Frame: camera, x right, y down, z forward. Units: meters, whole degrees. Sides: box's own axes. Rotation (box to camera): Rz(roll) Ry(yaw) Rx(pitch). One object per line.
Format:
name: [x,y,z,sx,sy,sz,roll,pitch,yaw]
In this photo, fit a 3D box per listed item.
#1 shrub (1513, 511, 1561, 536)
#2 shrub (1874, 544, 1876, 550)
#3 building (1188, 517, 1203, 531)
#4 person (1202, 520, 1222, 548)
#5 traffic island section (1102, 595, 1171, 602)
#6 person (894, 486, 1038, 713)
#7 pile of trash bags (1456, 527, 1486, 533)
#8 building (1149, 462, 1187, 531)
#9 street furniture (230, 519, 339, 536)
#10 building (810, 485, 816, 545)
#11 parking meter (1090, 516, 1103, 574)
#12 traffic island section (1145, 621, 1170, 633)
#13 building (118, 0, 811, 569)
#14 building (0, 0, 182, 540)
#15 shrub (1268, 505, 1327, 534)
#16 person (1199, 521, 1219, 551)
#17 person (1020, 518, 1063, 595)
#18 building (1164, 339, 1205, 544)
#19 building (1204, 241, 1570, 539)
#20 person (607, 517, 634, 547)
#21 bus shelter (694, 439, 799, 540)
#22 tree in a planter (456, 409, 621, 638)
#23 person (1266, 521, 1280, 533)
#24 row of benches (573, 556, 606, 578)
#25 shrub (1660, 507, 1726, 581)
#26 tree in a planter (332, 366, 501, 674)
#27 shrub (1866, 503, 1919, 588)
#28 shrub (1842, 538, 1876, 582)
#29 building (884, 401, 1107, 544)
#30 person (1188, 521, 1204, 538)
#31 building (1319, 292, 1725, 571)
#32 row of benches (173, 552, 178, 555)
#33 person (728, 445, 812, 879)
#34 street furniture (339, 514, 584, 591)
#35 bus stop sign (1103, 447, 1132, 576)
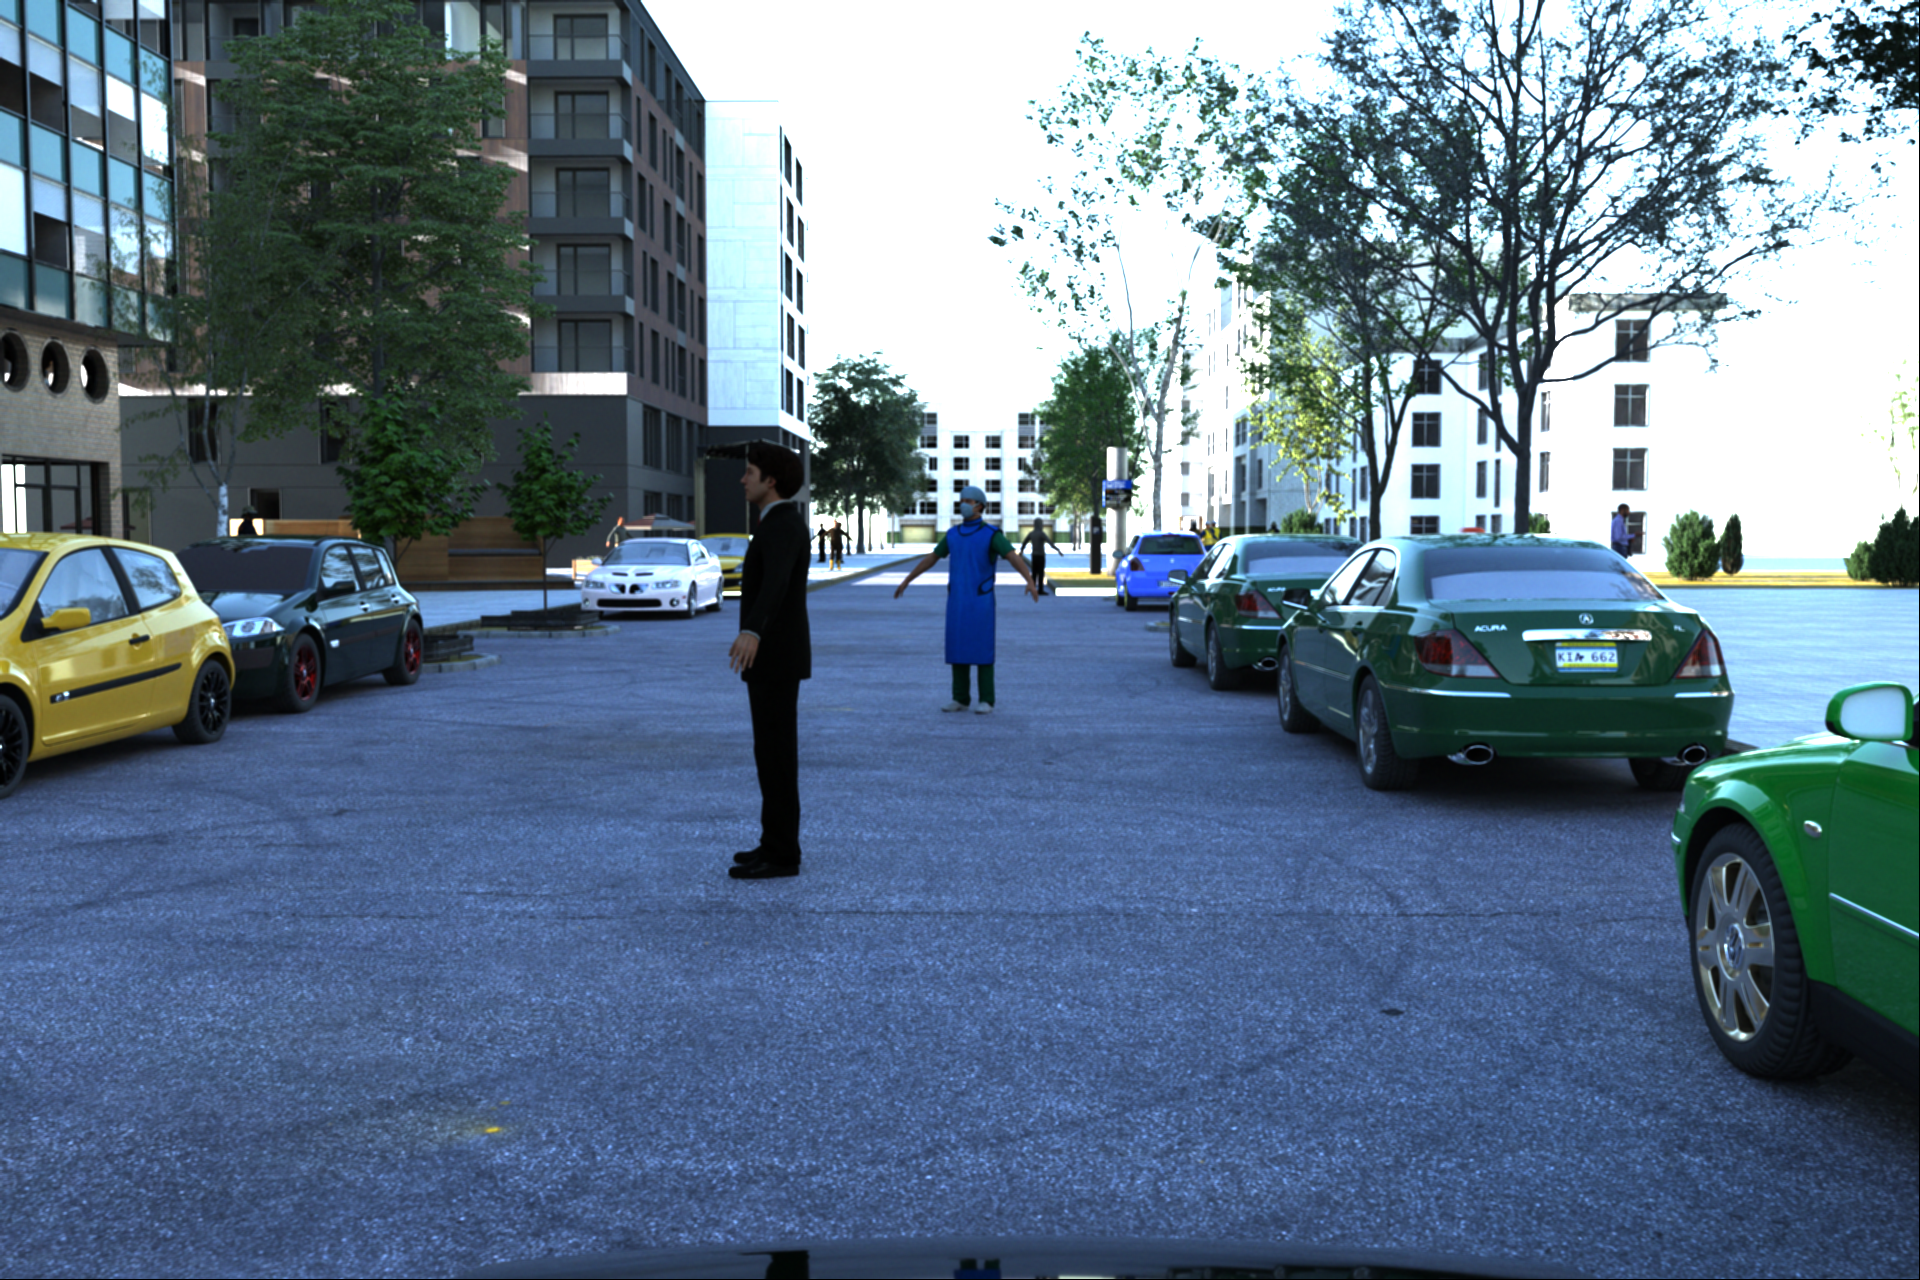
shrub: [18.320,-3.104,55.162,1.690,2.028,1.600,0,3,0]
shrub: [29.323,-2.690,55.099,1.383,1.207,1.383,0,3,0]
building: [29.512,-20.092,184.930,16.016,20.090,11.380,0,4,1]
person: [10.036,-3.831,68.606,0.705,1.833,1.349,3,5,41]
traffic island section: [4.101,-0.903,37.638,1.991,0.108,1.994,0,4,1]
person: [0.078,-0.327,13.934,1.347,1.817,0.704,2,4,33]
pile of trash bags: [6.547,-0.693,21.081,1.912,1.369,3.447,0,4,2]
building: [27.892,-15.914,202.344,9.099,9.664,28.070,0,4,1]
street furniture: [-18.599,-2.938,54.895,11.010,1.723,9.812,3,5,39]
building: [-21.397,-16.024,204.132,9.099,9.664,28.070,0,4,1]
parking meter: [4.340,-3.029,55.235,0.399,1.863,0.255,0,4,0]
traffic island section: [3.788,-0.186,25.912,1.991,0.108,1.994,0,4,1]
building: [-22.508,-14.432,79.931,27.936,21.610,32.646,0,4,1]
building: [-30.769,-13.246,23.152,21.656,26.213,47.522,0,4,1]
shrub: [9.353,-2.668,47.663,1.661,2.075,1.752,0,3,0]
person: [9.301,-3.558,64.630,1.216,1.772,0.721,-3,5,-42]
person: [1.862,-1.967,40.741,0.705,1.813,1.348,-3,5,-44]
building: [25.097,-19.089,168.530,16.016,20.090,11.380,0,4,1]
building: [26.230,-15.104,113.409,16.747,18.905,31.486,0,4,1]
person: [-10.228,-2.819,52.368,0.705,1.796,1.348,2,4,33]
bus shelter: [-5.575,-3.347,46.000,1.731,3.624,6.357,0,4,3]
tree in a planter: [-5.955,-1.685,24.772,1.991,3.239,1.994,0,4,1]
person: [14.301,-4.474,78.937,1.354,1.856,0.705,1,4,22]
row of benches: [-9.209,-2.032,48.679,4.104,0.672,1.422,2,4,34]
shrub: [20.016,-2.623,47.301,1.690,2.028,1.600,0,3,0]
tree in a planter: [-6.082,-1.308,18.609,1.991,3.239,1.994,0,4,2]
shrub: [22.720,-2.284,41.755,1.690,2.028,1.600,0,3,0]
shrub: [24.444,-2.186,46.856,1.383,1.207,1.383,0,3,0]
building: [5.461,-22.509,236.929,31.486,18.905,16.747,0,4,-4]
person: [10.293,-4.305,76.148,1.354,1.858,0.705,-1,4,-9]
building: [22.381,-8.086,74.352,9.099,9.664,28.070,0,4,2]
row of benches: [-26.649,-2.724,59.994,1.422,0.672,4.104,-3,4,-37]
person: [-0.816,0.079,7.347,0.705,1.806,1.347,0,4,-4]
street furniture: [-13.745,-2.179,42.489,11.010,1.723,9.812,-2,4,-25]
bus stop sign: [4.806,-3.904,52.851,0.837,3.901,0.837,0,4,2]
